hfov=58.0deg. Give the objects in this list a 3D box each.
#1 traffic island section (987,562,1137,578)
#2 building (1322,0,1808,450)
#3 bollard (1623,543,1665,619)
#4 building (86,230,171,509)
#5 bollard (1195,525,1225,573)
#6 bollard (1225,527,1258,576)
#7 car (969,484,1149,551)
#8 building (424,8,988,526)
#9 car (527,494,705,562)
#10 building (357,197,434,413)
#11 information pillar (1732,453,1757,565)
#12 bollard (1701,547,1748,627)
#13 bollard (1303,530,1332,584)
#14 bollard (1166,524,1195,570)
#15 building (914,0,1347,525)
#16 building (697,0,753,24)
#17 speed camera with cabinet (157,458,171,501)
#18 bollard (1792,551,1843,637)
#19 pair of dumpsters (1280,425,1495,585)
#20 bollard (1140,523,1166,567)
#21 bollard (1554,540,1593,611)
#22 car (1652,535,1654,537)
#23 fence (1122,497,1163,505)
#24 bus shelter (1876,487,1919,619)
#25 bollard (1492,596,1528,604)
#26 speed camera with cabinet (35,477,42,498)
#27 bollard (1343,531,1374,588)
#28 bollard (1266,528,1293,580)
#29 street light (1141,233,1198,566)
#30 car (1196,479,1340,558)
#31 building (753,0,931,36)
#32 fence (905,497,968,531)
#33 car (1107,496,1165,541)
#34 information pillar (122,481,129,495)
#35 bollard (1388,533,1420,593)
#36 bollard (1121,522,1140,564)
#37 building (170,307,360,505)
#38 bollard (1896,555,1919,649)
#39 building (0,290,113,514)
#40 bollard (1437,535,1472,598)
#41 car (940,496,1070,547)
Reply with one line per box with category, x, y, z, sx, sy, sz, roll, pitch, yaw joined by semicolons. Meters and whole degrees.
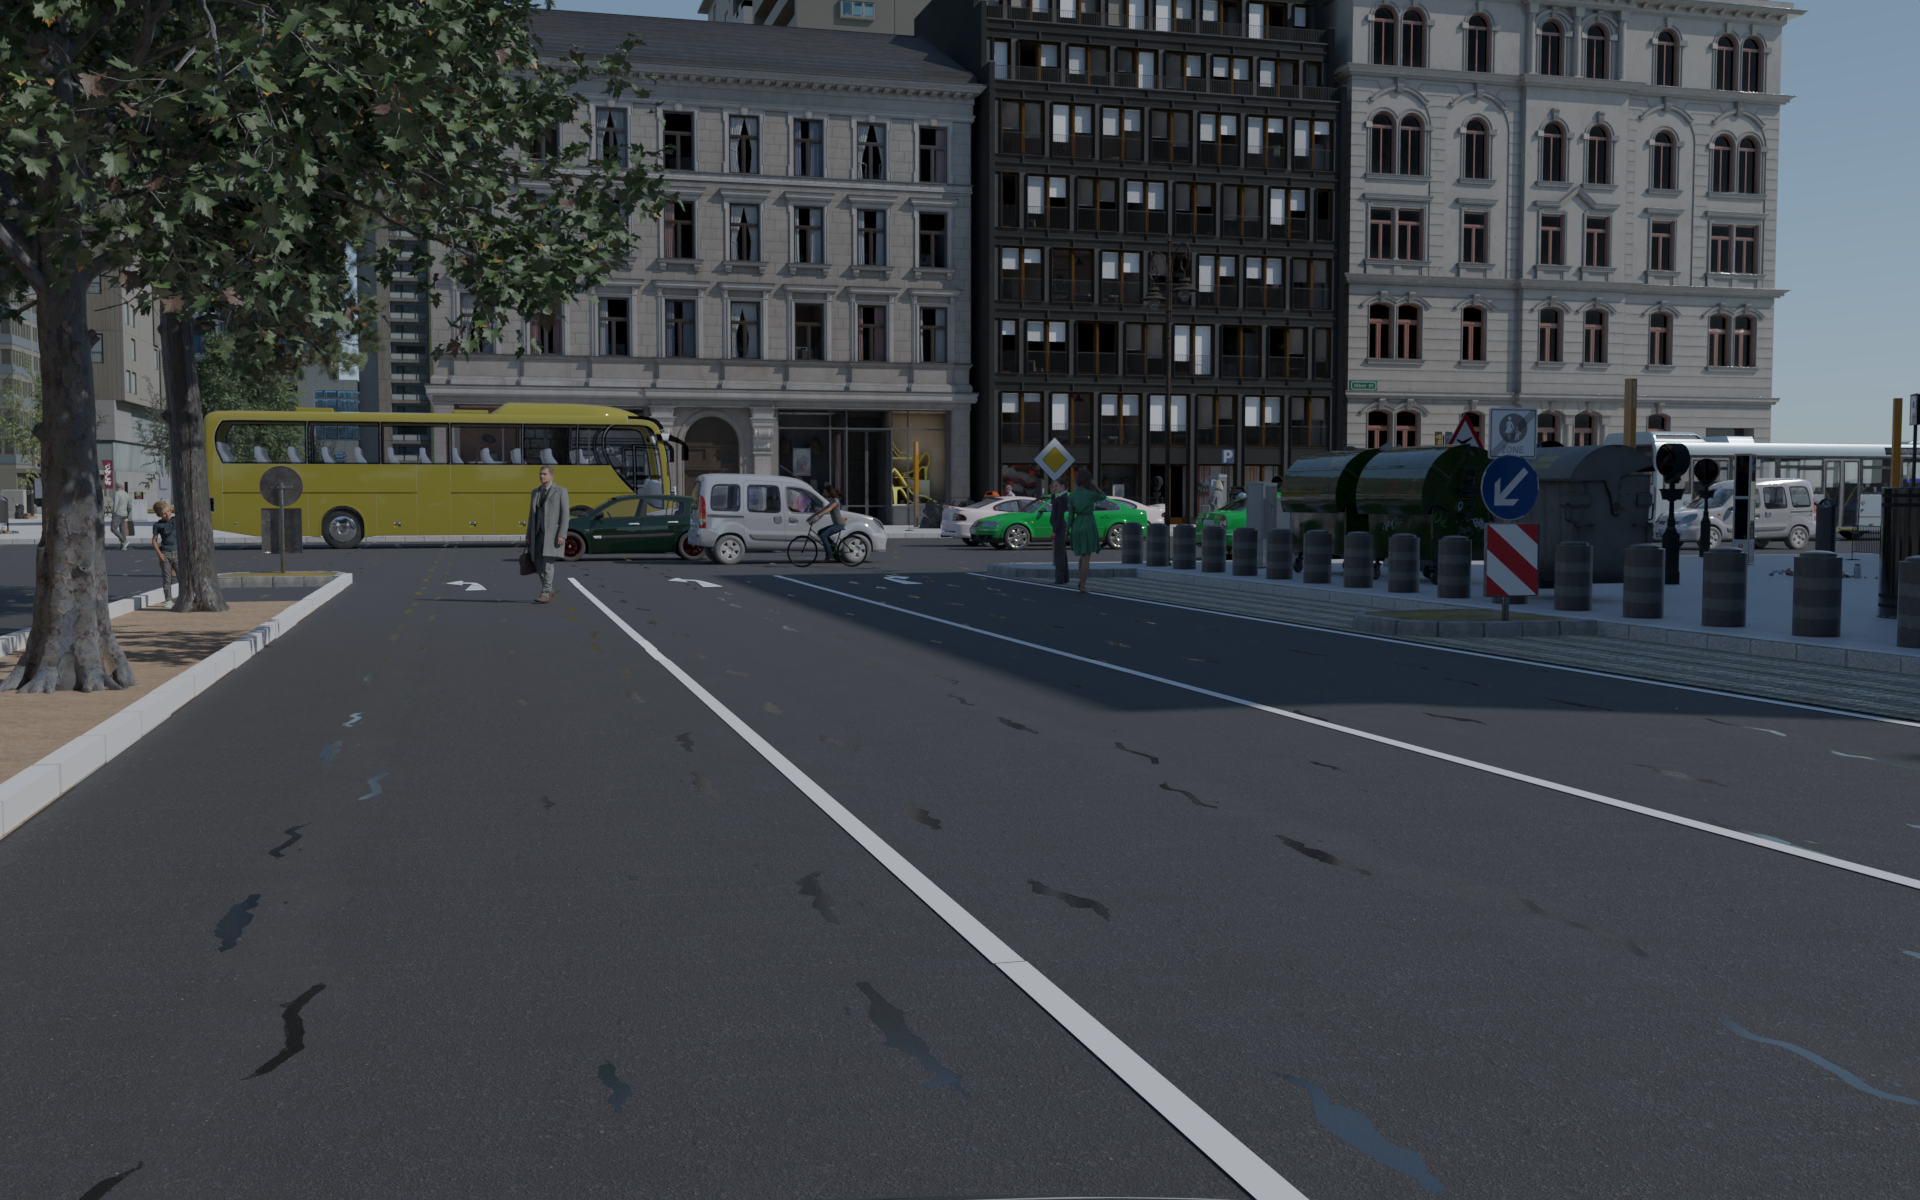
traffic island section;1.689;-0.523;30.825;2.009;0.180;2.903;-1;4;-16
building;25.837;-18.121;83.668;23.554;28.519;14.401;-1;4;-16
bollard;7.103;-0.200;17.987;0.404;0.777;0.398;0;3;0
building;-81.871;-33.977;144.766;27.495;52.752;28.713;-1;4;-16
bollard;4.170;-0.839;28.443;0.404;0.777;0.398;0;3;0
bollard;4.491;-0.768;27.278;0.404;0.777;0.398;0;3;0
car;2.581;-2.218;45.053;4.718;1.807;1.959;-1;4;-15
building;-19.787;-13.363;69.401;40.483;20.767;10.553;-1;4;-16
car;-7.279;-1.709;37.733;4.222;1.686;2.009;-1;4;-14
building;-69.627;-32.930;222.001;14.086;41.232;14.154;-1;4;-16
information pillar;14.240;-1.649;31.450;0.304;2.012;0.304;3;5;42
bollard;7.430;-0.129;16.830;0.404;0.777;0.398;0;3;0
bollard;5.149;-0.626;24.947;0.404;0.777;0.398;0;3;0
bollard;3.837;-0.911;29.612;0.404;0.777;0.398;0;3;0
building;7.131;-15.164;77.603;15.834;23.373;12.332;-1;4;-16
building;-8.959;-35.322;166.748;28.713;52.752;27.495;-1;4;-16
speed camera with cabinet;-43.260;-6.204;95.777;2.038;3.252;0.660;-2;4;-24
bollard;7.755;-0.058;15.670;0.404;0.777;0.398;0;3;0
pair of dumpsters;6.574;-1.463;26.416;1.574;2.255;4.437;-1;4;-16
bollard;3.509;-0.983;30.792;0.404;0.777;0.398;0;3;0
bollard;6.782;-0.271;19.145;0.404;0.777;0.398;0;3;0
car;20.964;-2.801;55.588;4.222;1.686;2.009;-1;4;-16
fence;6.201;-3.080;61.556;2.264;1.192;0.480;2;4;26
bus shelter;10.797;-2.219;13.908;2.179;5.291;8.768;-1;4;-15
bollard;6.453;-0.342;20.301;0.404;0.777;0.398;0;3;0
speed camera with cabinet;-51.069;-6.284;97.079;0.660;3.252;2.038;0;4;-1
bollard;5.475;-0.555;23.783;0.404;0.777;0.398;0;3;0
bollard;4.820;-0.698;26.122;0.404;0.777;0.398;0;3;0
street light;3.710;-3.554;30.901;0.468;5.910;1.993;-1;4;-16
car;7.501;-1.801;38.243;4.718;1.807;1.959;-1;4;-17
building;-4.701;-31.728;142.457;21.300;48.544;21.600;-1;4;-16
fence;-0.759;-2.989;60.076;2.264;1.192;0.480;1;4;15
car;4.054;-2.516;53.496;4.827;1.381;2.083;-1;4;-16
information pillar;-46.958;-5.682;97.400;0.304;2.012;0.304;2;4;34
bollard;5.800;-0.484;22.626;0.404;0.777;0.398;0;3;0
bollard;3.181;-1.055;31.970;0.404;0.777;0.398;0;3;0
building;-92.537;-55.423;218.832;31.000;86.520;22.319;-1;4;-16
bollard;8.080;0.013;14.505;0.404;0.777;0.398;0;3;0
building;-76.696;-26.011;117.155;32.217;40.220;23.993;-1;4;-16
bollard;6.126;-0.412;21.457;0.404;0.777;0.398;0;3;0
car;1.851;-2.183;48.061;4.827;1.381;2.083;-1;4;-17
